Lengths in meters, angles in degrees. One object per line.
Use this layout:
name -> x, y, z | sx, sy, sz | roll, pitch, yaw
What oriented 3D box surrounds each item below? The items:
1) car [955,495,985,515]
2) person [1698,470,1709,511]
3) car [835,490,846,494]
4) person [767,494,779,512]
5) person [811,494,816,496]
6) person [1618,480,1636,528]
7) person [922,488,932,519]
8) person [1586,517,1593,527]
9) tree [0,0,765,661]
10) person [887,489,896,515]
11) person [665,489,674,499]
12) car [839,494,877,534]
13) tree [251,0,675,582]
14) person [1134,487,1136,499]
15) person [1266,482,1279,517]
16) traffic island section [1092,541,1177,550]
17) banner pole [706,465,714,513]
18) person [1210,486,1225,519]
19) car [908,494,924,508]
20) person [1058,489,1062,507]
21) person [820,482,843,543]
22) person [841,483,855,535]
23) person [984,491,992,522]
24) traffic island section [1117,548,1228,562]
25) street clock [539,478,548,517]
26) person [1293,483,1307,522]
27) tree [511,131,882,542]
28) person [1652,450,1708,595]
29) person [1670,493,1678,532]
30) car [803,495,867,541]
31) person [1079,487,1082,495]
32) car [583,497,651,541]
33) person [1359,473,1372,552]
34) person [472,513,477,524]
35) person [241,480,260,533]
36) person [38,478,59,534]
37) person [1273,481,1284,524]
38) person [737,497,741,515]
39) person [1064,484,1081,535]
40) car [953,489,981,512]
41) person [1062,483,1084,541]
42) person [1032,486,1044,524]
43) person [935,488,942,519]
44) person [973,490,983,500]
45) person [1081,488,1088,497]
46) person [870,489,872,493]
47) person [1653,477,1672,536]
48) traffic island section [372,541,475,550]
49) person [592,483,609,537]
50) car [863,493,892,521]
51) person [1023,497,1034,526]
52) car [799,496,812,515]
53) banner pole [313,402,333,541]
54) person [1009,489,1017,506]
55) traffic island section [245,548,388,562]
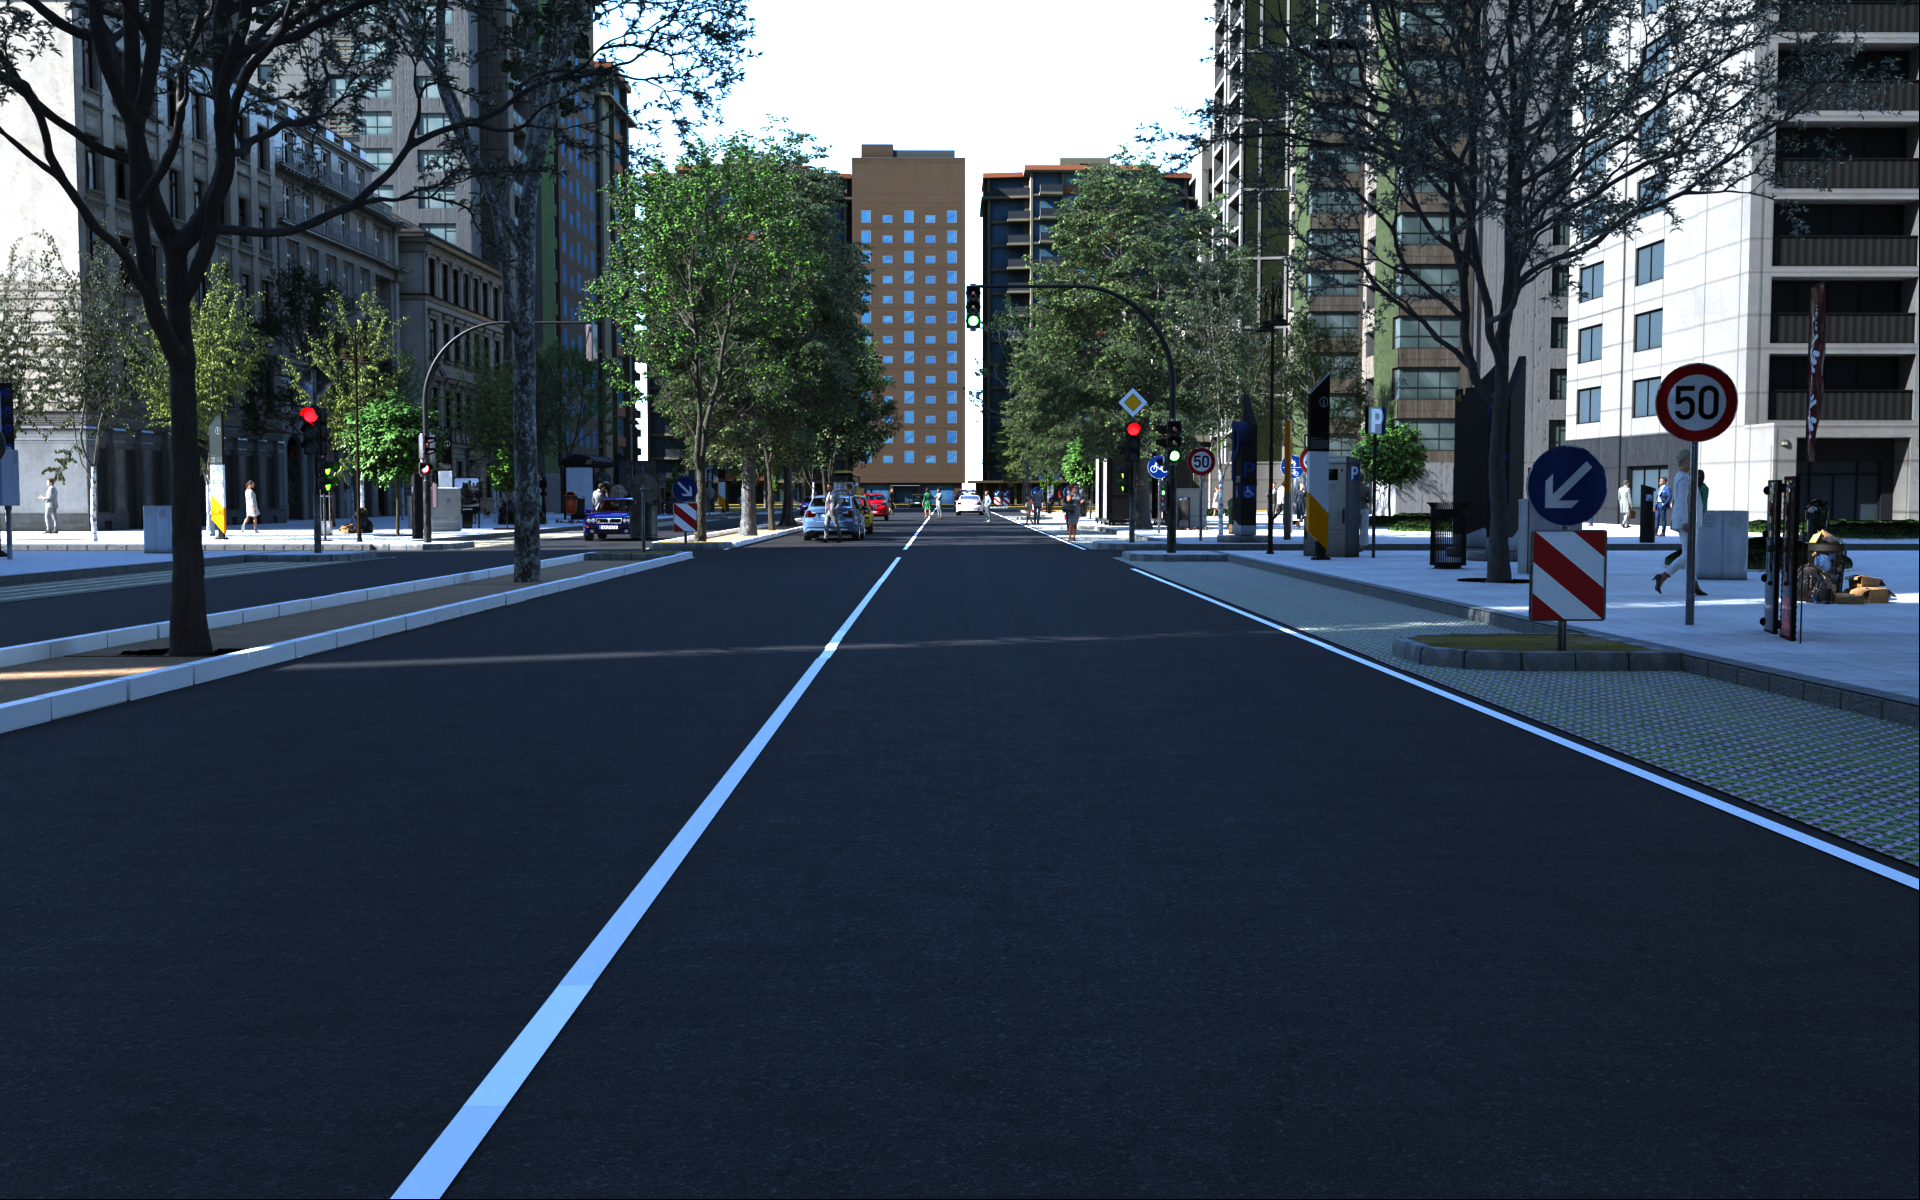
car -> 0.683, -6.474, 118.216 | 2.083, 1.381, 4.827 | 0, 4, 1
person -> 15.561, -1.846, 36.471 | 0.529, 1.795, 0.600 | -1, 4, -23
car -> -11.134, -9.531, 164.500 | 2.281, 1.827, 5.304 | 0, 4, -2
person -> -14.999, -7.942, 138.332 | 0.705, 1.826, 1.348 | 3, 4, 36
person -> -10.968, -7.435, 130.778 | 0.721, 1.736, 1.217 | 3, 4, 37
person -> 25.130, -3.615, 65.246 | 0.767, 1.812, 0.694 | -2, 4, -25
person -> -1.893, -5.642, 100.990 | 0.600, 1.795, 0.529 | -2, 4, -31
person -> 24.952, -3.808, 68.485 | 0.419, 1.800, 0.721 | 2, 4, 26
tree -> -6.812, -6.240, 14.851 | 12.009, 13.543, 11.850 | 0, 3, 0
person -> -5.030, -6.795, 119.821 | 1.509, 1.804, 0.699 | -3, 4, -38
person -> -29.693, -10.403, 176.654 | 1.217, 1.766, 0.721 | 2, 4, 33
car -> -4.030, -3.246, 63.303 | 2.015, 1.641, 3.980 | 0, 4, -2
tree -> -8.239, -10.396, 28.325 | 12.611, 20.169, 13.585 | 0, 3, 0
person -> 6.740, -3.622, 65.386 | 0.709, 1.813, 0.853 | 1, 4, 13
person -> 14.140, -4.419, 78.257 | 0.622, 1.834, 0.822 | 1, 4, 11
traffic island section -> 4.574, -1.442, 45.861 | 2.009, 0.180, 2.903 | 0, 4, 0
banner pole -> -17.320, -7.886, 118.957 | 0.863, 3.779, 0.401 | 0, 4, -1
person -> 13.467, -5.120, 90.508 | 0.760, 1.731, 0.466 | -1, 4, -10
car -> -4.240, -10.075, 174.504 | 2.009, 1.686, 4.222 | 0, 4, 1
person -> 10.283, -10.527, 178.099 | 0.705, 1.831, 1.348 | 0, 4, 4
person -> -3.763, -2.582, 50.983 | 0.678, 1.792, 0.850 | 2, 4, 34
person -> -3.802, -3.166, 60.356 | 0.778, 1.811, 0.616 | 1, 4, 15
person -> 1.399, -4.791, 88.646 | 0.330, 1.601, 0.589 | -1, 4, -15
traffic island section -> 4.635, -0.954, 37.876 | 2.009, 0.180, 2.903 | 0, 4, 0
street clock -> -18.265, -4.366, 75.961 | 0.358, 2.002, 0.471 | 0, 4, -3
person -> 15.486, -4.420, 78.728 | 0.576, 1.772, 0.534 | -1, 4, -14
tree -> -7.319, -7.392, 49.079 | 9.928, 11.665, 9.643 | 0, 3, 0
person -> 9.085, -0.973, 21.830 | 0.818, 1.842, 0.514 | 0, 4, -7
person -> 24.353, -3.232, 58.667 | 0.755, 1.850, 0.659 | -2, 4, -24
car -> -3.954, -2.607, 54.627 | 2.014, 1.417, 4.499 | 0, 3, 0
person -> 8.241, -6.934, 119.520 | 0.635, 1.810, 0.391 | -2, 4, -28
car -> -10.715, -2.554, 54.337 | 1.945, 1.354, 3.894 | 0, 4, -2
person -> 8.894, -1.953, 38.527 | 0.519, 1.759, 0.362 | 0, 4, 8
person -> -21.185, -3.948, 75.264 | 0.362, 1.253, 0.373 | -3, 5, -42
person -> -23.302, -3.064, 56.891 | 0.466, 1.731, 0.760 | 1, 4, 11
person -> -29.556, -3.054, 56.182 | 0.583, 1.804, 0.606 | -1, 4, -17
person -> 13.752, -4.185, 74.321 | 0.795, 1.843, 0.661 | -1, 4, -14
person -> -14.721, -6.457, 116.667 | 0.523, 1.515, 0.503 | -3, 4, -39
person -> 3.933, -3.182, 60.939 | 0.576, 1.772, 0.534 | -3, 5, -40
car -> 0.577, -7.970, 138.987 | 2.281, 1.827, 5.304 | 0, 4, 0
person -> 3.427, -2.667, 52.469 | 0.716, 1.782, 0.532 | -2, 4, -28
person -> 3.746, -4.539, 82.920 | 0.606, 1.804, 0.583 | 0, 4, 7
person -> -1.261, -5.559, 99.571 | 0.466, 1.800, 0.511 | -3, 5, -42
person -> 1.220, -7.504, 131.705 | 1.217, 1.766, 0.721 | 1, 4, 18
person -> 7.785, -6.250, 108.569 | 0.374, 1.781, 0.599 | 3, 5, 41
person -> -7.272, -8.156, 141.828 | 1.348, 1.826, 0.705 | -2, 4, -27
person -> 21.368, -2.846, 52.756 | 0.419, 1.800, 0.721 | -1, 4, -20
traffic island section -> -14.067, -1.434, 45.723 | 2.009, 0.180, 2.903 | 0, 4, 0
person -> -12.049, -3.023, 58.101 | 0.473, 1.802, 0.592 | -2, 4, -24
car -> -4.745, -5.173, 93.611 | 2.155, 1.783, 4.494 | 0, 4, -2
person -> 3.092, -4.013, 78.393 | 0.640, 1.303, 0.475 | 2, 4, 31
car -> -9.880, -6.410, 117.387 | 1.945, 1.354, 3.894 | 0, 4, -1
banner pole -> -17.330, -3.478, 46.883 | 0.401, 3.779, 0.863 | 0, 4, 5
person -> 5.847, -11.374, 192.144 | 1.348, 1.807, 0.705 | -2, 4, -33
traffic island section -> -14.006, -0.945, 37.738 | 2.009, 0.180, 2.903 | 0, 4, 0
